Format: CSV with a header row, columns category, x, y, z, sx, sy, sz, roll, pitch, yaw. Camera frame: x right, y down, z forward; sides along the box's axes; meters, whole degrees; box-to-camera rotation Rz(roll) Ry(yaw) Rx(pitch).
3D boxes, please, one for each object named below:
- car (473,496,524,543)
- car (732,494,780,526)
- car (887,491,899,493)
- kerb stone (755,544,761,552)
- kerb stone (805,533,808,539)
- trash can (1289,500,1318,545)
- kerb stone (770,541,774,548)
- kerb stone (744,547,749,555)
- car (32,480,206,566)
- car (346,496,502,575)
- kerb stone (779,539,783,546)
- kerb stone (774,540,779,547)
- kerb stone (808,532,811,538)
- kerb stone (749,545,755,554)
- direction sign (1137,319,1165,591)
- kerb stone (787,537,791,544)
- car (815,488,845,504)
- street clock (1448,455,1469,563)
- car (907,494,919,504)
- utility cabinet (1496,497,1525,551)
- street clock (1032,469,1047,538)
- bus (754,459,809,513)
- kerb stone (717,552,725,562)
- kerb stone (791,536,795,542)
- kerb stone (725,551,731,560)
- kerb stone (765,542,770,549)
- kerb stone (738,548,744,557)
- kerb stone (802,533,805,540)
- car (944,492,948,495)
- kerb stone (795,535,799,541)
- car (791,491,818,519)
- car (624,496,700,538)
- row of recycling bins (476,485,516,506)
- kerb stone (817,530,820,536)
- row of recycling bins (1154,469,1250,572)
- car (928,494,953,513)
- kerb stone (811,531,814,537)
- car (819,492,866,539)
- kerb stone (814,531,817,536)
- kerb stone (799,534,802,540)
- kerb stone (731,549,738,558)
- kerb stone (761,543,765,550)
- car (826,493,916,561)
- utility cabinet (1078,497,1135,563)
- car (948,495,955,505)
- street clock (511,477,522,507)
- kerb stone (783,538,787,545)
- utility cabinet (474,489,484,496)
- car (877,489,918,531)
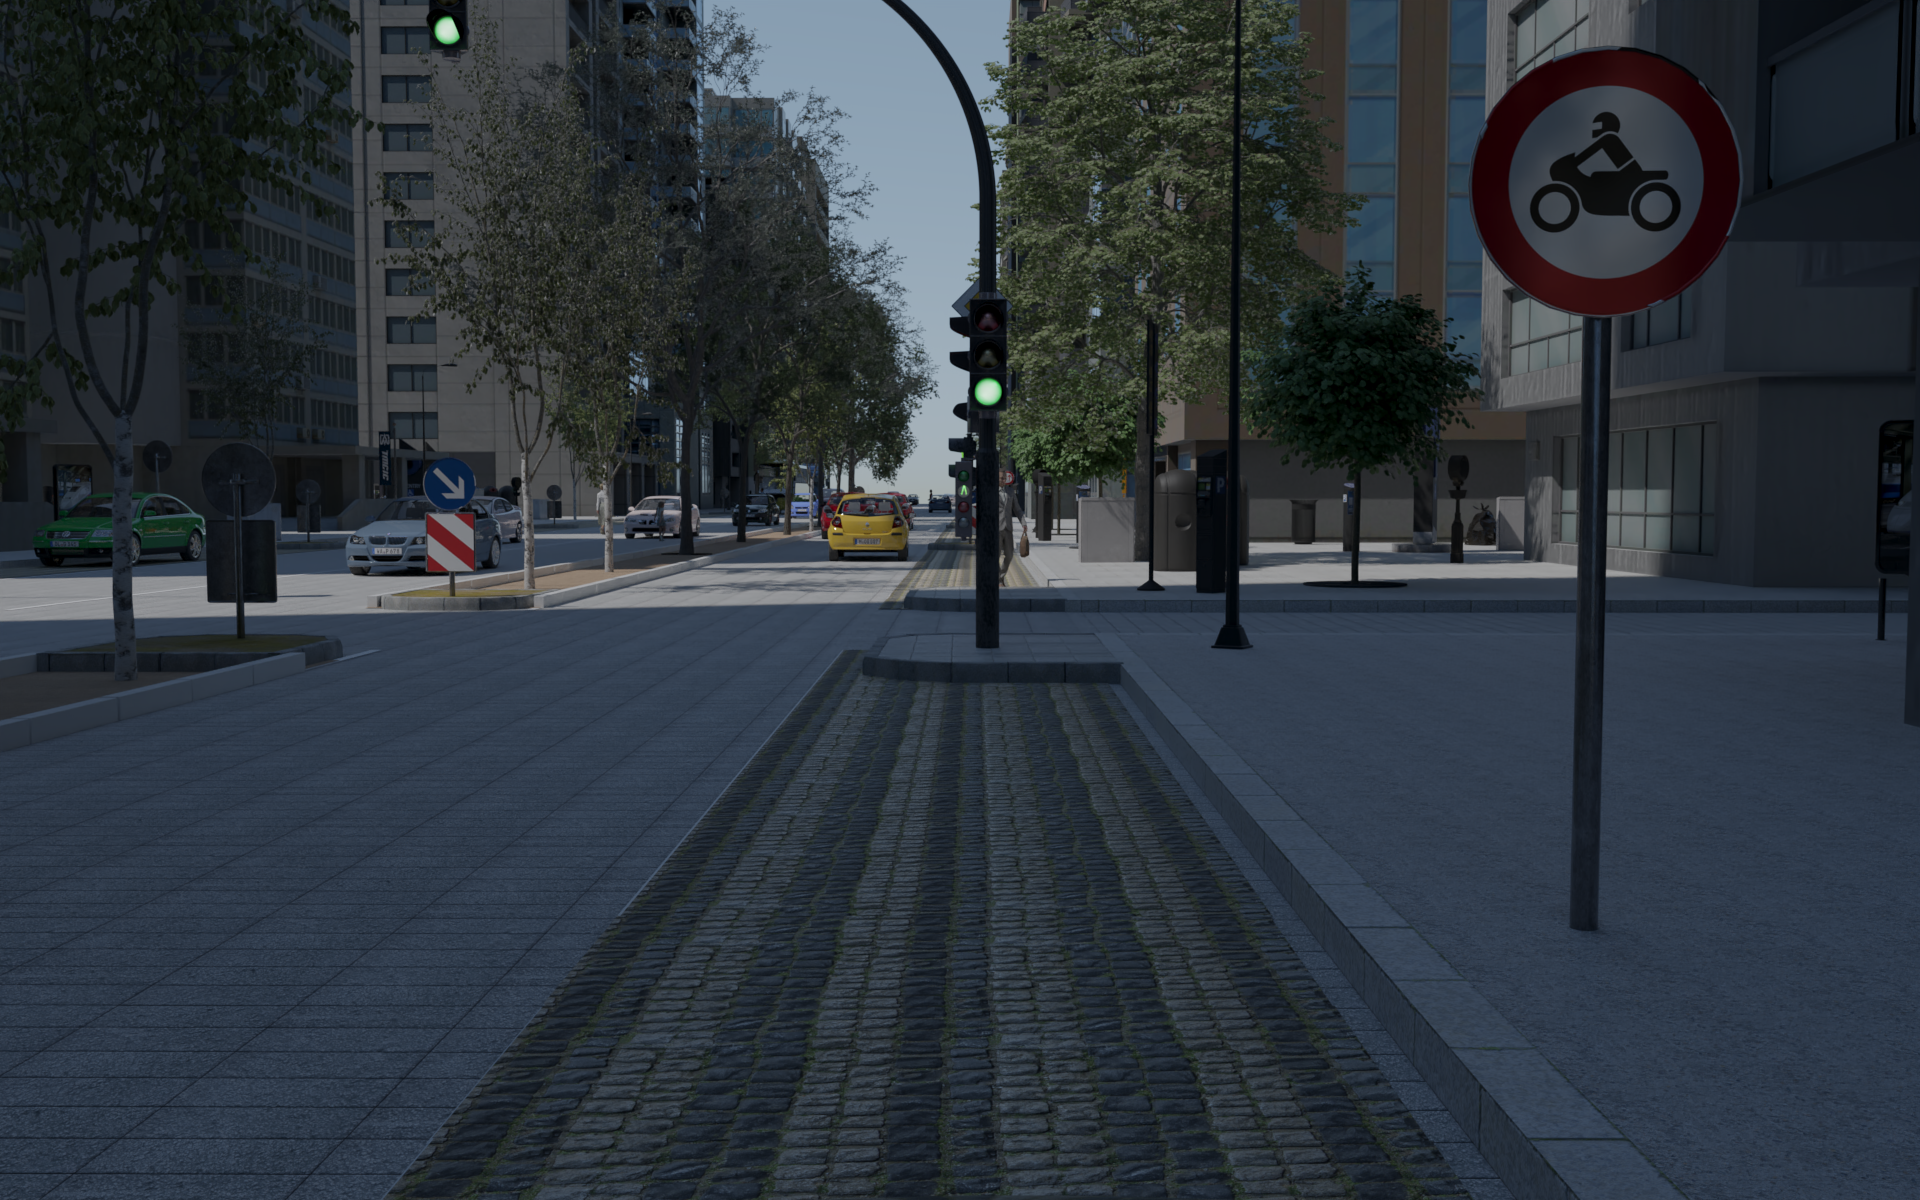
category,x,y,z,sx,sy,sz,roll,pitch,yaw
car,-13.886,-2.275,49.565,2.083,1.381,4.827,0,4,2
car,-9.269,-4.214,78.688,2.009,1.686,4.222,0,4,2
car,-8.537,-13.006,221.326,2.281,1.827,5.304,0,4,-1
kerb stone,-5.108,-1.255,42.748,0.120,0.150,1.000,0,4,0
kerb stone,-5.011,-2.010,55.056,0.120,0.150,1.000,0,4,0
trash can,8.748,-1.985,44.109,0.748,1.137,0.748,0,3,0
kerb stone,-5.094,-1.445,45.824,0.120,0.150,1.000,0,4,0
kerb stone,-5.136,-1.131,40.701,0.120,0.150,1.000,0,4,0
car,-17.173,-1.635,35.536,1.959,1.807,4.718,0,4,0
car,-9.822,-1.227,32.069,2.014,1.417,4.499,0,4,2
kerb stone,-5.071,-1.571,47.876,0.120,0.150,1.000,0,4,0
kerb stone,-5.076,-1.508,46.850,0.120,0.150,1.000,0,4,0
kerb stone,-5.004,-2.073,56.081,0.120,0.150,1.000,0,4,0
kerb stone,-5.122,-1.188,41.723,0.120,0.150,1.000,0,4,0
direction sign,2.544,-1.894,22.961,0.379,3.537,0.876,1,4,14
kerb stone,-5.054,-1.696,49.930,0.120,0.150,1.000,0,4,0
car,-8.322,-6.335,112.256,2.281,1.827,5.304,0,3,0
street clock,9.217,-1.682,32.066,0.358,2.002,0.471,3,4,39
car,-6.876,-14.873,252.965,2.009,1.686,4.222,0,4,1
utility cabinet,12.720,-1.722,39.309,1.020,1.237,0.306,0,4,4
street clock,2.325,-2.801,50.370,0.358,2.002,0.471,3,5,40
bus,-12.729,-8.175,125.210,2.896,3.916,12.252,0,4,0
kerb stone,-5.160,-0.877,36.590,0.120,0.150,1.000,0,4,0
kerb stone,-5.049,-1.756,50.954,0.120,0.150,1.000,0,4,0
kerb stone,-5.153,-0.941,37.617,0.120,0.150,1.000,0,4,0
kerb stone,-5.098,-1.382,44.794,0.120,0.150,1.000,0,4,0
kerb stone,-5.138,-1.068,39.671,0.120,0.150,1.000,0,4,0
kerb stone,-5.009,-1.942,54.034,0.120,0.150,1.000,0,4,0
car,-1.768,-14.851,252.407,1.945,1.707,3.694,0,4,2
kerb stone,-5.033,-1.822,51.983,0.120,0.150,1.000,0,4,0
car,-9.067,-5.596,101.084,1.945,1.707,3.694,0,3,0
car,-9.850,-2.762,57.522,2.083,1.381,4.827,0,4,2
row of recycling bins,-22.828,-4.621,82.667,3.534,1.692,1.069,-3,5,-44
kerb stone,-4.976,-2.261,59.158,0.120,0.150,1.000,0,4,0
row of recycling bins,4.178,-1.406,30.097,1.069,1.692,3.534,2,4,26
car,-1.515,-7.412,133.194,2.014,1.417,4.499,0,4,1
kerb stone,-4.996,-2.135,57.107,0.120,0.150,1.000,0,4,0
car,-3.532,-2.893,56.338,2.155,1.783,4.494,0,4,-1
kerb stone,-4.985,-2.198,58.136,0.120,0.150,1.000,0,4,0
kerb stone,-5.030,-1.882,53.005,0.120,0.150,1.000,0,4,0
kerb stone,-5.143,-1.006,38.647,0.120,0.150,1.000,0,4,0
kerb stone,-5.105,-1.320,43.772,0.120,0.150,1.000,0,4,0
car,-1.986,-1.718,38.313,2.015,1.641,3.980,0,4,-1
utility cabinet,2.749,-1.305,32.504,1.020,1.237,0.306,0,4,-7
car,-1.107,-11.196,195.411,2.083,1.381,4.827,0,4,-1
street clock,-18.792,-4.212,73.428,0.358,2.002,0.471,1,4,21
kerb stone,-5.059,-1.628,48.909,0.120,0.150,1.000,0,4,0
utility cabinet,-26.159,-5.236,94.290,0.318,1.500,1.173,-3,4,-37
car,-2.792,-3.692,69.396,2.155,1.783,4.494,0,4,0
